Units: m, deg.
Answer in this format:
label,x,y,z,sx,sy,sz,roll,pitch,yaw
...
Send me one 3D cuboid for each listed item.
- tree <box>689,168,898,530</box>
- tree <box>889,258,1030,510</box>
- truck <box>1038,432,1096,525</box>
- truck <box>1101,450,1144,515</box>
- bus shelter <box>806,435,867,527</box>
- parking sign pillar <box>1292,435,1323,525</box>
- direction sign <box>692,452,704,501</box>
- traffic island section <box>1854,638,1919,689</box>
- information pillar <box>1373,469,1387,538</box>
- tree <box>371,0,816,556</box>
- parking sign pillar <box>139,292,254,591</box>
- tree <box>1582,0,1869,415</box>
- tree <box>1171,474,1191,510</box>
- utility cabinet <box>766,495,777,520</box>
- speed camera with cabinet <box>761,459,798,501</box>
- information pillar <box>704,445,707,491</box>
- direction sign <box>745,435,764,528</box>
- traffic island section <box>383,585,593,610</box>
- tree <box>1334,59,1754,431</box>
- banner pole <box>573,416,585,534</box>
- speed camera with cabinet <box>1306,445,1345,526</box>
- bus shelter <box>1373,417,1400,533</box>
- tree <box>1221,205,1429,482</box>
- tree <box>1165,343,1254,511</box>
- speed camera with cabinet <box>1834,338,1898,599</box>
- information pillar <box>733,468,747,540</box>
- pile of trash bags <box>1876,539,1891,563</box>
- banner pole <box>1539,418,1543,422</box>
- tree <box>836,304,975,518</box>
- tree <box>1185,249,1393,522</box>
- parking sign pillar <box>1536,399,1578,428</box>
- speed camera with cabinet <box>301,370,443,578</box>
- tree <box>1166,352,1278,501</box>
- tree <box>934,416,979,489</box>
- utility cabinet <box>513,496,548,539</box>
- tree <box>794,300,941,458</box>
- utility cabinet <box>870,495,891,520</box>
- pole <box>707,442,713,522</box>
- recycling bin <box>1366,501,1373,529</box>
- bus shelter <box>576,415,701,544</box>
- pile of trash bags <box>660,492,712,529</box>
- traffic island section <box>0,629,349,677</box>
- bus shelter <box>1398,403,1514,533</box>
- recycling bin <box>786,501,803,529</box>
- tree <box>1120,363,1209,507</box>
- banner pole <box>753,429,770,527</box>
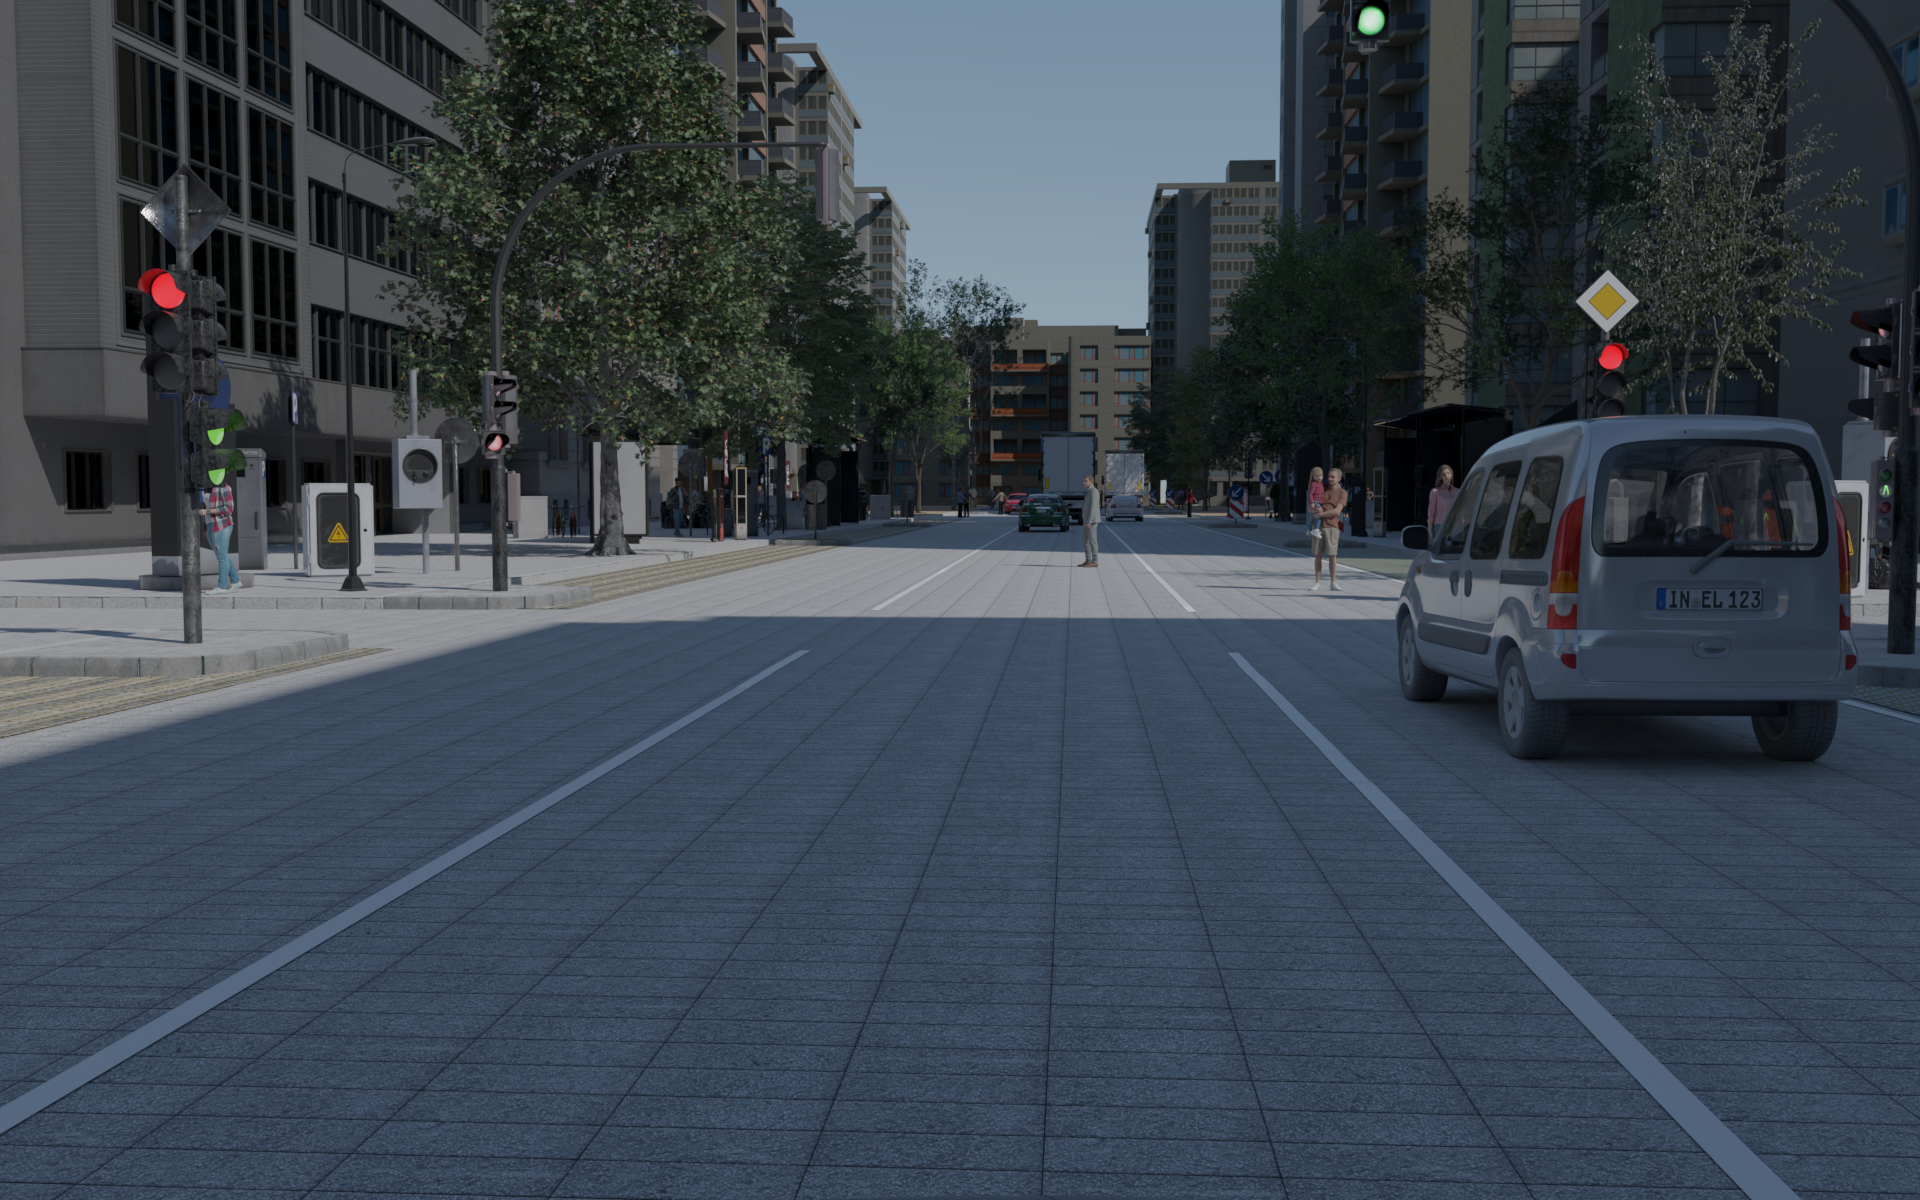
label,x,y,z,sx,sy,sz,roll,pitch,yaw
tree,-5.911,-8.740,61.033,7.486,12.596,7.792,0,3,0
tree,-1.364,-17.350,139.569,12.611,20.169,13.585,0,3,0
truck,5.148,-5.790,83.587,2.839,4.237,11.283,0,4,3
truck,10.859,-7.736,115.400,2.839,4.237,11.283,0,4,4
bus shelter,-5.049,-4.904,71.470,1.731,3.624,6.357,0,4,4
parking sign pillar,14.798,-5.184,73.232,1.447,3.967,1.447,0,4,-7
direction sign,-14.156,-6.253,94.231,0.876,3.537,0.379,1,4,17
traffic island section,7.593,0.508,13.970,2.009,0.180,2.903,0,4,4
information pillar,12.430,-2.860,51.248,0.304,2.012,0.304,3,4,37
tree,-7.478,-7.290,36.203,9.611,12.733,9.660,0,3,0
parking sign pillar,-10.433,-2.146,23.567,1.447,3.967,1.447,1,4,12
tree,11.473,-4.659,26.543,4.360,8.622,3.978,0,3,0
tree,18.226,-9.163,144.418,1.663,3.219,1.824,0,3,0
utility cabinet,-9.197,-4.596,86.306,1.020,1.237,0.306,-2,4,-23
speed camera with cabinet,-10.137,-6.273,96.893,2.038,3.252,0.660,-1,4,-13
information pillar,-12.153,-5.598,82.888,0.183,3.616,0.504,0,4,3
direction sign,-7.860,-4.542,66.251,0.876,3.537,0.379,-3,5,-44
traffic island section,-6.089,-0.037,22.880,2.009,0.180,2.903,0,4,4
tree,12.514,-6.342,38.104,8.767,10.594,7.601,0,4,-5
banner pole,-12.232,-4.007,55.538,0.401,3.779,0.863,-1,4,-15
speed camera with cabinet,14.590,-4.567,69.000,0.660,3.252,2.038,3,5,42
bus shelter,14.311,-3.850,54.236,1.731,3.624,6.357,0,4,4
tree,13.222,-8.376,62.702,9.928,11.665,9.643,0,3,0
tree,18.897,-12.997,130.629,7.486,12.596,7.792,0,3,0
speed camera with cabinet,11.073,-1.665,21.554,2.038,3.252,0.660,-3,4,-37
information pillar,-6.112,-2.672,48.183,0.304,2.012,0.304,-1,4,-21
pile of trash bags,14.031,-1.138,28.363,3.447,1.369,1.912,-3,5,-42
banner pole,19.184,-4.093,56.939,0.401,3.779,0.863,-1,4,-12
tree,-3.621,-10.293,94.048,9.928,11.665,9.643,0,3,0
tree,15.056,-9.962,79.889,9.611,12.733,9.660,0,3,0
parking sign pillar,16.886,-3.729,49.448,1.447,3.967,1.447,0,4,8
speed camera with cabinet,-9.224,-2.009,27.180,2.038,3.252,0.660,-2,4,-28
tree,16.548,-10.431,104.962,8.767,10.594,7.601,1,4,13
tree,-0.373,-12.460,154.082,4.360,8.622,3.978,0,3,0
utility cabinet,-12.454,-2.386,50.175,0.306,1.237,1.020,3,5,42
tree,-4.756,-8.981,81.245,8.767,10.594,7.601,1,4,14
utility cabinet,-4.008,-4.638,86.986,1.020,1.237,0.306,1,4,17
pole,-9.766,-4.515,67.663,0.158,3.312,0.155,0,3,0
recycling bin,15.449,-3.196,64.809,0.722,1.027,0.722,-3,4,-36
bus shelter,-8.614,-3.245,46.986,2.014,3.302,5.546,0,4,4
pile of trash bags,-10.429,-3.424,65.739,1.912,1.369,3.447,-1,4,-13
traffic island section,-6.617,0.451,14.912,2.009,0.180,2.903,0,4,4
bus shelter,13.687,-3.458,47.814,1.731,3.624,6.357,0,4,4
recycling bin,-6.107,-3.097,63.194,0.722,1.027,0.722,-1,4,-8
tree,20.499,-16.114,170.112,9.857,13.997,8.962,0,3,0
banner pole,-7.765,-4.712,67.062,0.863,3.779,0.401,2,4,24
